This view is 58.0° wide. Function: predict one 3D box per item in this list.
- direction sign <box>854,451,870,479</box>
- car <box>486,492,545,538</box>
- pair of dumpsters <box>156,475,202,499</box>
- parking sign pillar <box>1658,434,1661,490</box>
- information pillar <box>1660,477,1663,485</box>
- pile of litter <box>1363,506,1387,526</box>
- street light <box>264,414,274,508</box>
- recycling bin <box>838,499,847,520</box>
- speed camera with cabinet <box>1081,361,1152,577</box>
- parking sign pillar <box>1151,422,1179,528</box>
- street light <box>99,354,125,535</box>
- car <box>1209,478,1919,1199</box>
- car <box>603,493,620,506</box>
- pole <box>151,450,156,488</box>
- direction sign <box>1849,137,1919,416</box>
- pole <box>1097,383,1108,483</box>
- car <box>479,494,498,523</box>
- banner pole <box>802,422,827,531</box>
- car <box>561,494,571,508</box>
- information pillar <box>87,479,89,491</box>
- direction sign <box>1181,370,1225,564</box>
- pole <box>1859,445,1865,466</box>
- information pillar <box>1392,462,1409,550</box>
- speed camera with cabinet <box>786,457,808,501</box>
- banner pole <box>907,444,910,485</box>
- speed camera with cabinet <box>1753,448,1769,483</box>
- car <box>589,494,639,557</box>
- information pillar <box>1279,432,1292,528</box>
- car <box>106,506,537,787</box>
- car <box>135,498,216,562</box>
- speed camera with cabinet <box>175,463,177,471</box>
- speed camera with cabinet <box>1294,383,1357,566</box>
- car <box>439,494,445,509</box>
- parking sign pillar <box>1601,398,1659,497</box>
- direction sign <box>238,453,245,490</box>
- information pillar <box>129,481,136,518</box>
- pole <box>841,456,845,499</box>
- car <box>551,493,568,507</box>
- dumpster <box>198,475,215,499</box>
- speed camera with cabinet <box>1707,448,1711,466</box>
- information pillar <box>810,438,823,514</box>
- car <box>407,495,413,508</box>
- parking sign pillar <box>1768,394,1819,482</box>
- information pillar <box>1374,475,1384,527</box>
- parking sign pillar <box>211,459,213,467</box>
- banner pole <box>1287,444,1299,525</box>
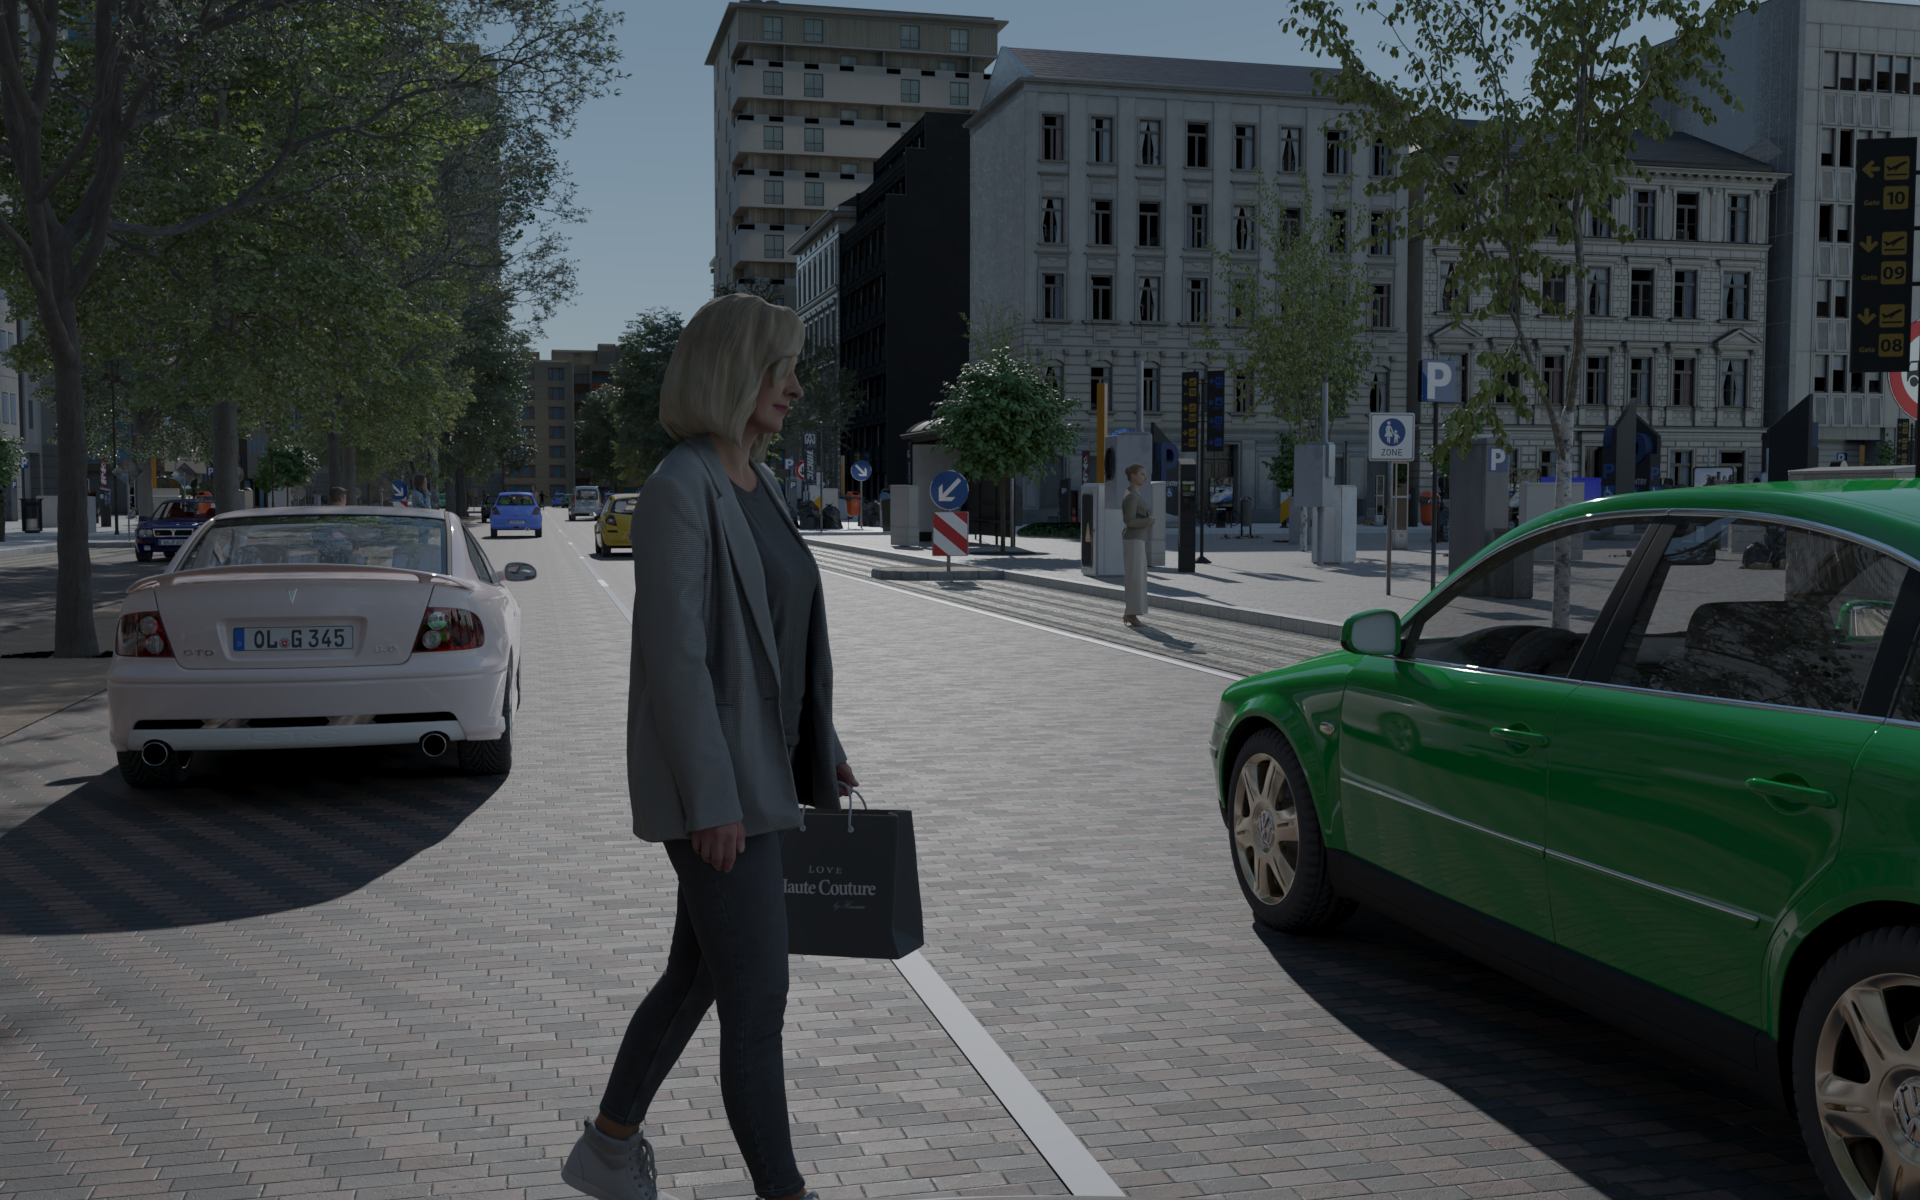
[{"bbox_3d":[-5.218,-6.117,92.006,0.876,3.537,0.379,-2,4,-25],"label":"direction sign"},{"bbox_3d":[-14.972,-2.985,58.389,1.945,1.707,3.694,-1,4,-15],"label":"car"},{"bbox_3d":[-34.210,-4.462,75.442,1.574,2.255,4.437,-1,4,-14],"label":"pair of dumpsters"},{"bbox_3d":[21.453,-4.045,54.615,1.447,3.967,1.447,-1,4,-20],"label":"parking sign pillar"},{"bbox_3d":[30.177,-4.312,74.999,0.304,2.012,0.304,-2,4,-32],"label":"information pillar"},{"bbox_3d":[16.869,-3.451,70.392,1.719,0.858,1.176,-3,5,-41],"label":"pile of litter"},{"bbox_3d":[-34.859,-7.032,87.754,0.468,5.910,1.993,-1,4,-14],"label":"street light"},{"bbox_3d":[-6.013,-4.439,85.134,0.722,1.027,0.722,2,4,29],"label":"recycling bin"},{"bbox_3d":[2.367,-1.966,26.484,0.660,3.252,2.038,-1,4,-10],"label":"speed camera with cabinet"},{"bbox_3d":[7.746,-4.700,65.319,1.447,3.967,1.447,3,5,44],"label":"parking sign pillar"},{"bbox_3d":[-26.610,-4.997,54.487,0.468,5.910,1.993,-1,4,-14],"label":"street light"},{"bbox_3d":[2.195,0.259,4.564,1.959,1.807,4.718,-1,4,-15],"label":"car"},{"bbox_3d":[-27.326,-7.787,136.903,1.945,1.707,3.694,-1,4,-13],"label":"car"},{"bbox_3d":[-33.064,-4.723,71.061,0.158,3.312,0.155,0,3,0],"label":"pole"},{"bbox_3d":[6.151,-1.166,11.062,0.876,3.537,0.379,1,4,12],"label":"direction sign"},{"bbox_3d":[2.620,-2.332,31.978,0.158,3.312,0.155,0,3,0],"label":"pole"},{"bbox_3d":[-23.608,-4.823,88.645,2.009,1.686,4.222,-1,4,-14],"label":"car"},{"bbox_3d":[-5.031,-4.279,59.985,0.863,3.779,0.401,-1,4,-18],"label":"banner pole"},{"bbox_3d":[-40.271,-10.415,179.083,1.959,1.807,4.718,-1,4,-15],"label":"car"},{"bbox_3d":[-43.670,-5.017,86.514,0.304,2.012,0.304,-3,4,-37],"label":"information pillar"},{"bbox_3d":[4.477,-2.446,31.982,0.876,3.537,0.379,3,4,36],"label":"direction sign"},{"bbox_3d":[37.699,-4.809,72.468,0.158,3.312,0.155,0,3,0],"label":"pole"},{"bbox_3d":[10.109,-2.158,39.770,0.304,2.012,0.304,0,4,1],"label":"information pillar"},{"bbox_3d":[-8.192,-5.947,91.567,2.038,3.252,0.660,2,4,23],"label":"speed camera with cabinet"},{"bbox_3d":[-2.455,-5.828,85.304,0.401,3.779,0.863,0,4,3],"label":"banner pole"},{"bbox_3d":[34.569,-4.963,75.477,0.660,3.252,2.038,0,4,-7],"label":"speed camera with cabinet"},{"bbox_3d":[-7.730,-1.885,41.044,2.015,1.641,3.980,-1,4,-15],"label":"car"},{"bbox_3d":[12.340,-4.528,65.382,0.504,3.616,0.183,1,4,16],"label":"information pillar"},{"bbox_3d":[-3.515,0.144,10.007,2.083,1.381,4.827,-1,4,-13],"label":"car"},{"bbox_3d":[-16.875,-1.559,38.069,1.945,1.354,3.894,-1,4,-13],"label":"car"},{"bbox_3d":[-43.448,-6.114,94.294,2.038,3.252,0.660,-1,4,-9],"label":"speed camera with cabinet"},{"bbox_3d":[6.657,-2.274,31.516,0.660,3.252,2.038,2,4,29],"label":"speed camera with cabinet"},{"bbox_3d":[-44.321,-8.513,147.980,1.959,1.807,4.718,-1,4,-14],"label":"car"},{"bbox_3d":[18.362,-3.659,48.296,1.447,3.967,1.447,3,5,44],"label":"parking sign pillar"},{"bbox_3d":[-39.294,-6.285,94.763,0.379,3.537,0.876,-3,5,-42],"label":"direction sign"},{"bbox_3d":[-43.961,-5.348,91.925,0.304,2.012,0.304,-2,4,-34],"label":"information pillar"},{"bbox_3d":[-6.236,-6.006,92.040,0.158,3.312,0.155,0,3,0],"label":"pole"},{"bbox_3d":[-43.652,-10.974,189.007,1.945,1.707,3.694,-1,4,-15],"label":"car"},{"bbox_3d":[-37.514,-5.167,86.969,1.502,2.255,1.985,-1,4,-14],"label":"dumpster"},{"bbox_3d":[32.244,-4.835,73.389,0.660,3.252,2.038,0,4,-5],"label":"speed camera with cabinet"},{"bbox_3d":[-5.526,-4.598,66.534,0.504,3.616,0.183,0,4,-5],"label":"information pillar"},{"bbox_3d":[-37.921,-6.671,121.438,2.083,1.381,4.827,-1,4,-14],"label":"car"},{"bbox_3d":[22.673,-3.589,47.144,1.447,3.967,1.447,-1,4,-23],"label":"parking sign pillar"},{"bbox_3d":[16.454,-3.883,67.977,0.304,2.012,0.304,0,4,1],"label":"information pillar"},{"bbox_3d":[-52.872,-8.288,123.983,1.447,3.967,1.447,2,4,27],"label":"parking sign pillar"},{"bbox_3d":[13.899,-5.019,72.084,0.401,3.779,0.863,3,5,41],"label":"banner pole"}]
